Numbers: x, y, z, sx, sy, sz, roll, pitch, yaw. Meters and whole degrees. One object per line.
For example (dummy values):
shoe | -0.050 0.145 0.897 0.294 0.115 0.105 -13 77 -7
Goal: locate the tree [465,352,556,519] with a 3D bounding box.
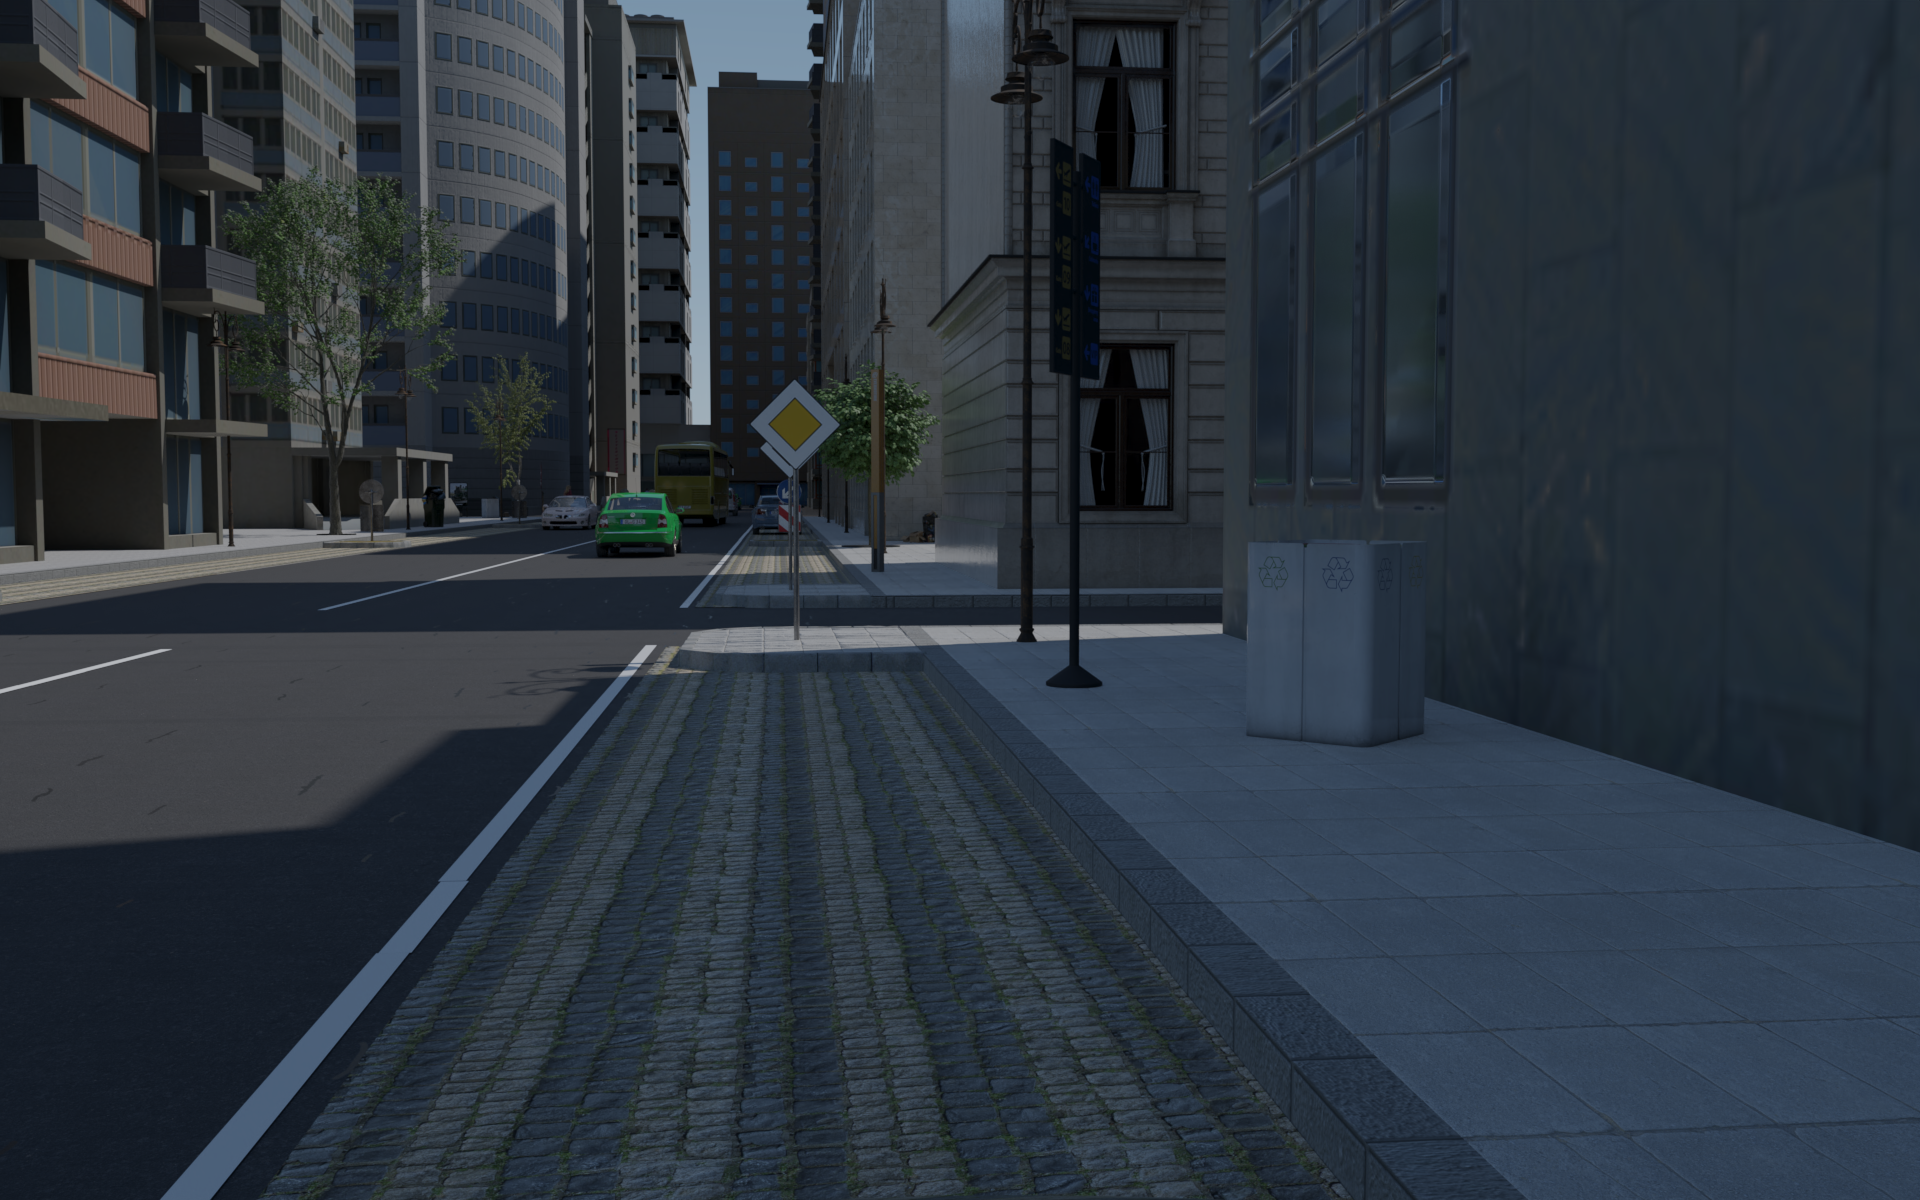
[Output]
tree | -22.933 -8.468 88.809 4.737 8.622 4.395 0 3 0

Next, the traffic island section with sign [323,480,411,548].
traffic island section with sign | -15.864 -2.317 46.511 1.989 1.847 2.006 0 4 -6

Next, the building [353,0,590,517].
building | -35.697 -34.639 108.344 21.231 58.520 28.212 0 4 -6

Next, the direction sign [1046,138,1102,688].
direction sign | 0.765 -1.193 11.507 0.379 3.537 0.876 2 4 24

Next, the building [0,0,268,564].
building | -27.423 -23.166 33.383 22.147 44.769 28.867 0 4 -6

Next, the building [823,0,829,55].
building | -1.465 -28.068 109.021 14.600 45.320 14.200 0 4 -6

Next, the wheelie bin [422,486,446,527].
wheelie bin | -20.269 -3.605 66.853 0.693 1.594 0.980 2 4 34

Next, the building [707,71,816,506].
building | -19.755 -32.884 187.768 14.200 45.320 14.600 0 4 -6

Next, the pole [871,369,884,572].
pole | -1.355 -2.116 28.443 0.158 3.312 0.155 0 3 0

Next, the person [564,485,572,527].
person | -17.285 -4.157 76.438 0.573 1.828 0.580 -2 4 -34

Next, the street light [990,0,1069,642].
street light | 0.580 -2.574 14.876 0.468 5.910 1.993 0 4 -6

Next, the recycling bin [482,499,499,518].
recycling bin | -25.136 -4.903 92.716 0.722 1.027 0.722 -3 4 -36

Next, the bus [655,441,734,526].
bus | -12.224 -5.414 80.061 2.896 3.916 12.252 0 4 -4

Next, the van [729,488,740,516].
van | -15.533 -6.559 114.257 2.013 2.044 4.112 0 4 -5

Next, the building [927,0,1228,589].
building | 9.036 -10.016 28.390 19.286 19.102 10.561 0 4 -6

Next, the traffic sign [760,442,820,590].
traffic sign | -2.268 -1.190 23.107 0.795 2.450 0.064 0 4 -6

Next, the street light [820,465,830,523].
street light | -5.862 -6.374 77.009 0.468 5.910 1.993 0 4 -6

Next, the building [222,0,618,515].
building | -43.782 -27.110 135.123 32.217 40.220 23.993 0 4 -6

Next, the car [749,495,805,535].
car | -6.559 -3.060 62.028 2.014 1.417 4.499 0 4 -6

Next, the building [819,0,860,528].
building | 3.495 -16.946 81.585 19.350 26.468 34.151 0 4 -6

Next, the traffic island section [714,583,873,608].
traffic island section | -2.245 -0.055 23.186 2.009 0.180 2.903 0 4 -6

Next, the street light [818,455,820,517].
street light | -7.875 -7.591 96.897 0.468 5.910 1.993 0 4 -6

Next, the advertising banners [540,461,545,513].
advertising banners | -22.638 -5.973 93.849 0.090 3.025 2.074 -1 4 -10

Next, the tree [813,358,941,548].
tree | -2.095 -3.567 42.034 4.285 4.588 4.351 0 3 0

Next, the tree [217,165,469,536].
tree | -19.439 -7.838 53.914 9.928 11.665 9.643 0 3 0

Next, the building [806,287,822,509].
building | -0.106 -19.293 160.484 27.650 21.520 28.899 0 4 -6

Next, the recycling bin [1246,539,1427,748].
recycling bin | 2.003 0.204 9.213 0.722 1.027 0.722 3 5 39

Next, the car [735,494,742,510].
car | -20.382 -8.892 154.184 1.959 1.807 4.718 0 4 -5

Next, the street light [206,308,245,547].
street light | -17.790 -4.240 42.107 0.468 5.910 1.993 0 4 -6

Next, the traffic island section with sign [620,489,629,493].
traffic island section with sign | -23.938 -7.046 123.830 1.989 1.847 2.006 0 4 -6

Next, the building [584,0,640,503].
building | -41.196 -32.776 159.586 21.600 48.544 21.300 0 4 -6

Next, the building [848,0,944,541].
building | 1.980 -12.277 55.477 10.420 20.320 16.860 0 4 -6

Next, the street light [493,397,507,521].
street light | -21.967 -6.731 82.831 0.468 5.910 1.993 0 4 -6

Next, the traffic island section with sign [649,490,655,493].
traffic island section with sign | -26.735 -8.686 150.640 1.989 1.847 2.006 0 4 -6

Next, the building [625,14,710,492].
building | -41.320 -36.872 192.091 27.495 52.752 28.713 0 4 -6

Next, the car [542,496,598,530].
car | -15.879 -3.568 70.696 2.083 1.381 4.827 0 4 -5

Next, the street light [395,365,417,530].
street light | -19.835 -5.462 62.093 0.468 5.910 1.993 0 4 -6

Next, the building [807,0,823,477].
building | -0.285 -29.122 130.771 22.147 44.769 28.867 0 4 -6

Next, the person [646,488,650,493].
person | -20.790 -6.533 115.189 0.709 1.838 0.599 0 4 -4

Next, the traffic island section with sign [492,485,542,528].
traffic island section with sign | -18.656 -3.957 73.322 1.989 1.847 2.006 0 4 -6

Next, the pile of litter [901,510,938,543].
pile of litter | -1.040 -1.966 46.116 1.176 0.858 1.719 1 4 19

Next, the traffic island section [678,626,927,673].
traffic island section | -1.416 0.430 15.244 2.009 0.180 2.903 0 4 -6

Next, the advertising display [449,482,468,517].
advertising display | -27.752 -5.545 95.879 0.974 1.923 0.123 -1 4 -18

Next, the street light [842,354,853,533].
street light | -3.754 -5.159 57.130 0.468 5.910 1.993 0 4 -6

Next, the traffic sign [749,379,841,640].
traffic sign | -1.439 -0.705 15.165 0.795 2.450 0.064 0 4 -6

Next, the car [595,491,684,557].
car | -7.528 -1.960 40.835 1.959 1.807 4.718 0 4 -6

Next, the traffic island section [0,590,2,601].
traffic island section | -13.625 0.017 22.007 2.009 0.180 2.903 0 4 -6

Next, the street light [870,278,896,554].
street light | -1.652 -3.943 37.251 0.468 5.910 1.993 0 4 -6

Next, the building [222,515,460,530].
building | -37.497 -22.945 67.031 32.217 40.220 23.993 0 4 -6

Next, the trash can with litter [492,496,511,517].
trash can with litter | -25.471 -5.174 95.989 1.055 1.170 0.624 -3 5 -41

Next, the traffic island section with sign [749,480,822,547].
traffic island section with sign | -4.810 -2.389 47.683 1.989 1.847 2.006 0 4 -6
